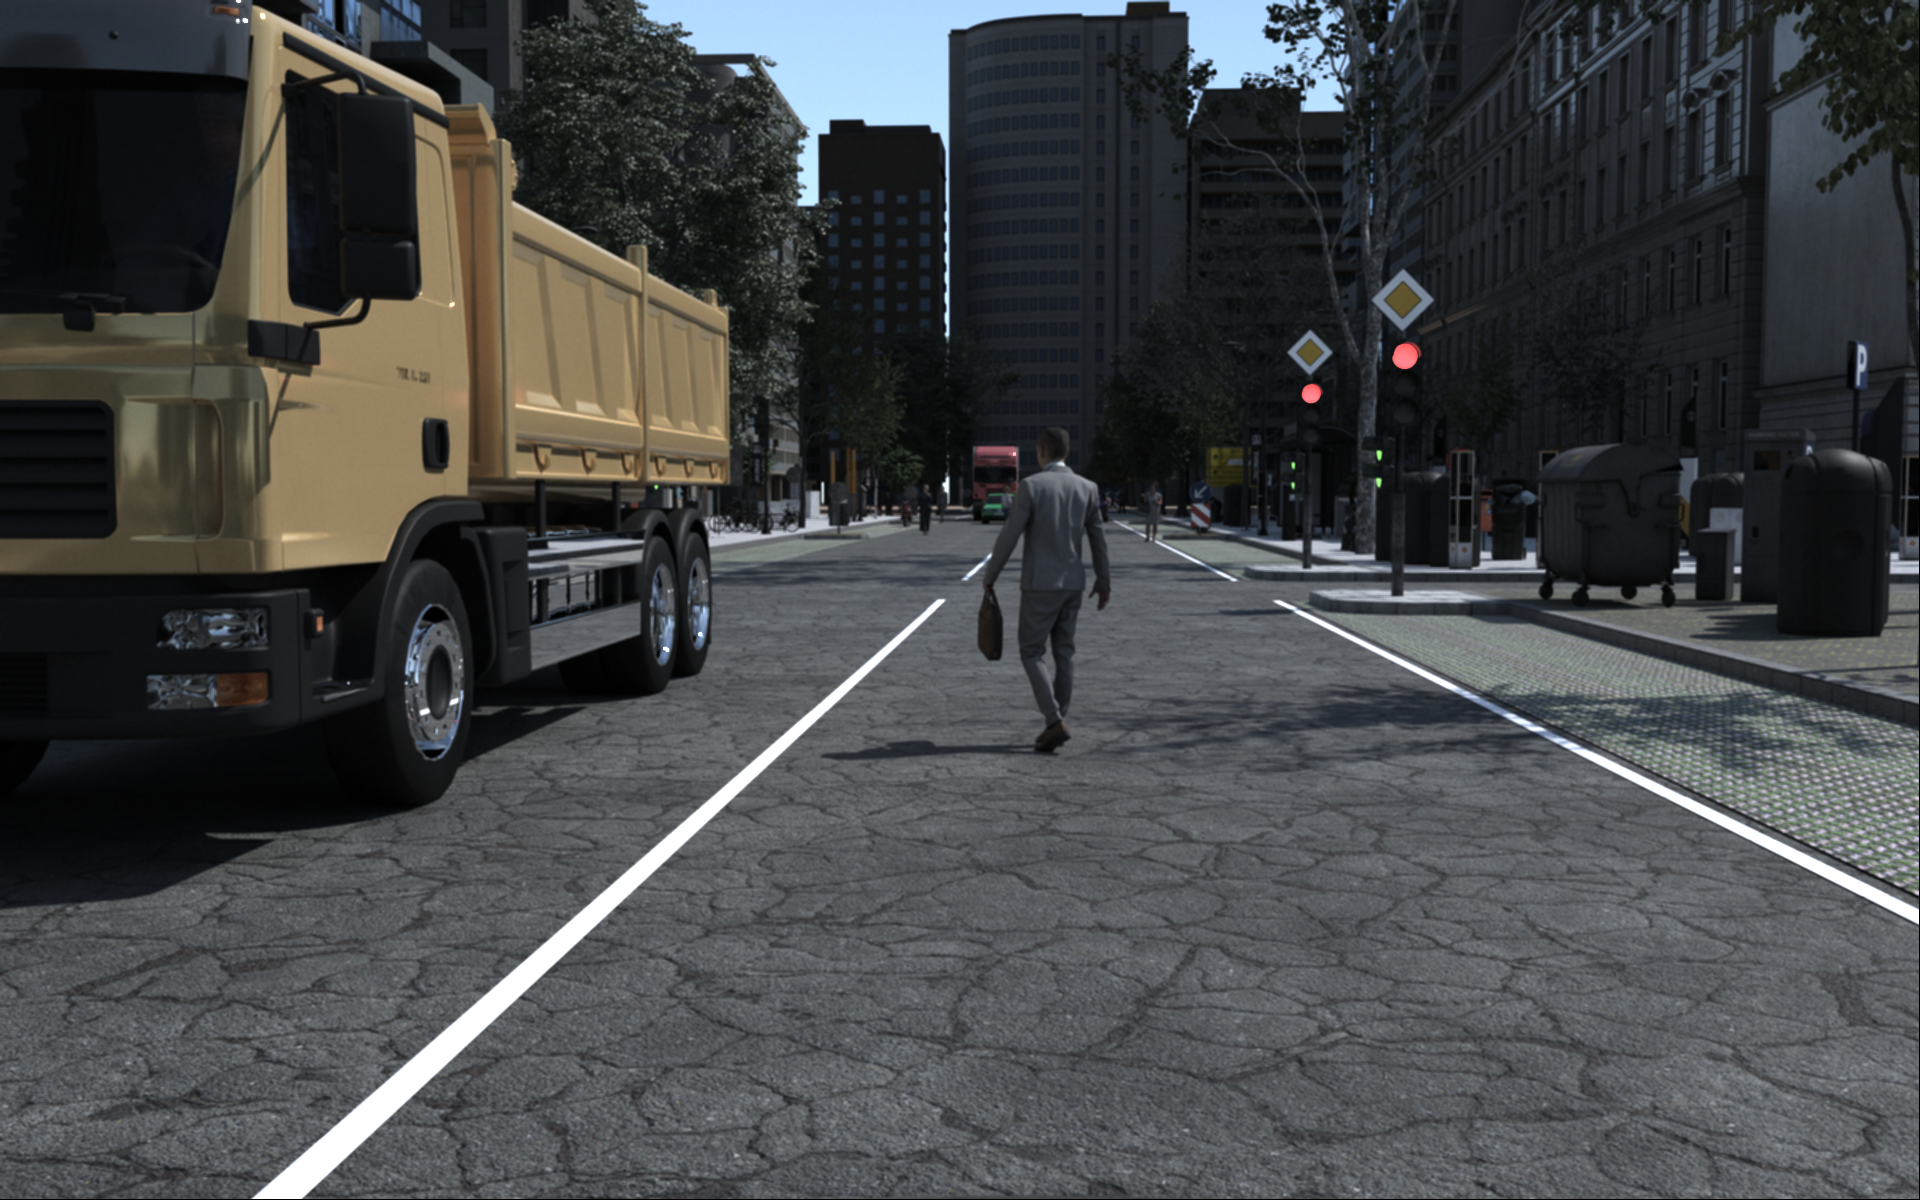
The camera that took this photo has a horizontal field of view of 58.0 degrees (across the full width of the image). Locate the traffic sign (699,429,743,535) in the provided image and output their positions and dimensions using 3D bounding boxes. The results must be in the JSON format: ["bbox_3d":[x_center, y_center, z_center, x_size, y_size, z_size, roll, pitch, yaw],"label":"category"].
[{"bbox_3d":[-7.926,-3.716,54.628,2.265,3.308,0.079,1,4,12],"label":"traffic sign"}]

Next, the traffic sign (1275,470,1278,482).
[{"bbox_3d":[16.072,-5.277,86.392,0.768,2.556,0.104,0,4,4],"label":"traffic sign"}]

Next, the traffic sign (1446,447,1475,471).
[{"bbox_3d":[13.643,-2.885,47.275,0.768,2.556,0.104,1,4,11],"label":"traffic sign"}]

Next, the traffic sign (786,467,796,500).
[{"bbox_3d":[-7.800,-4.965,81.283,0.768,2.556,0.104,1,4,9],"label":"traffic sign"}]

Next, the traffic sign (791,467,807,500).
[{"bbox_3d":[-7.525,-4.953,81.083,0.768,2.556,0.104,0,4,5],"label":"traffic sign"}]

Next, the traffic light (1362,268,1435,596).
[{"bbox_3d":[5.486,-2.004,21.681,0.839,4.253,0.868,0,4,3],"label":"traffic light"}]

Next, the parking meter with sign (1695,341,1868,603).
[{"bbox_3d":[9.662,-1.480,20.465,1.738,3.016,0.543,3,5,41],"label":"parking meter with sign"}]

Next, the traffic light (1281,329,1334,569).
[{"bbox_3d":[5.945,-2.491,29.653,0.839,4.253,0.868,0,4,3],"label":"traffic light"}]

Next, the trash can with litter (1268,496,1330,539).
[{"bbox_3d":[9.857,-2.373,49.859,1.678,1.210,2.233,0,4,-1],"label":"trash can with litter"}]

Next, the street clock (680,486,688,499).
[{"bbox_3d":[-11.957,-4.312,75.064,0.471,2.002,0.358,-1,4,-15],"label":"street clock"}]

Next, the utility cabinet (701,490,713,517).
[{"bbox_3d":[-13.972,-5.326,95.765,0.318,1.500,1.173,-2,4,-26],"label":"utility cabinet"}]

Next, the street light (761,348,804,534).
[{"bbox_3d":[-5.657,-5.055,55.185,1.470,5.913,1.316,0,4,3],"label":"street light"}]

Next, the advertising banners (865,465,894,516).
[{"bbox_3d":[-4.832,-6.525,102.873,2.074,3.025,0.090,2,4,32],"label":"advertising banners"}]

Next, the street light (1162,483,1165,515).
[{"bbox_3d":[11.737,-8.040,103.999,1.470,5.913,1.316,0,4,3],"label":"street light"}]

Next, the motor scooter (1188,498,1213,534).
[{"bbox_3d":[7.912,-2.699,56.902,0.815,1.314,1.986,0,4,2],"label":"motor scooter"}]

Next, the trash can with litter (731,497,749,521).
[{"bbox_3d":[-9.927,-4.144,79.139,1.055,1.170,0.624,0,4,-5],"label":"trash can with litter"}]

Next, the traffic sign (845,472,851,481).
[{"bbox_3d":[-6.381,-6.189,101.301,0.768,2.556,0.104,1,4,11],"label":"traffic sign"}]

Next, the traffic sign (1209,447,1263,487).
[{"bbox_3d":[11.838,-4.924,74.375,2.265,3.308,0.079,0,4,4],"label":"traffic sign"}]

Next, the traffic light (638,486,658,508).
[{"bbox_3d":[-5.548,-2.531,30.297,0.839,4.253,0.868,0,4,3],"label":"traffic light"}]

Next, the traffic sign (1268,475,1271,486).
[{"bbox_3d":[15.800,-5.351,89.615,0.606,2.300,0.079,0,4,6],"label":"traffic sign"}]

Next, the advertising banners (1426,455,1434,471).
[{"bbox_3d":[22.019,-5.047,78.711,2.074,3.025,0.090,-1,4,-20],"label":"advertising banners"}]

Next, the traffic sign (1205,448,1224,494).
[{"bbox_3d":[11.855,-5.004,75.686,2.265,3.308,0.079,0,4,6],"label":"traffic sign"}]

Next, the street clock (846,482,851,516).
[{"bbox_3d":[-6.412,-5.840,100.048,0.358,2.002,0.471,-2,4,-30],"label":"street clock"}]

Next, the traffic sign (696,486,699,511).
[{"bbox_3d":[-7.902,-3.185,52.174,0.768,2.556,0.104,1,4,11],"label":"traffic sign"}]

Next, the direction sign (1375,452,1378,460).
[{"bbox_3d":[20.448,-5.723,85.563,0.379,3.537,0.876,-1,4,-11],"label":"direction sign"}]

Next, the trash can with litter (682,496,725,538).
[{"bbox_3d":[-8.123,-2.414,50.529,2.233,1.210,1.678,2,4,28],"label":"trash can with litter"}]

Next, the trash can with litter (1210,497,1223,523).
[{"bbox_3d":[11.665,-4.038,77.413,1.055,1.170,0.624,2,4,23],"label":"trash can with litter"}]

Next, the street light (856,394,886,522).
[{"bbox_3d":[-4.125,-6.611,80.626,1.470,5.913,1.316,0,4,3],"label":"street light"}]

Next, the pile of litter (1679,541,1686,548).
[{"bbox_3d":[17.048,-1.702,41.801,1.176,0.858,1.719,3,4,37],"label":"pile of litter"}]

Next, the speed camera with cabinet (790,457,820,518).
[{"bbox_3d":[-8.340,-6.053,93.299,0.660,3.252,2.038,2,4,29],"label":"speed camera with cabinet"}]

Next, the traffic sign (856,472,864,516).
[{"bbox_3d":[-5.888,-6.052,99.061,0.768,2.556,0.104,1,4,12],"label":"traffic sign"}]

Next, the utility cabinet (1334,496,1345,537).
[{"bbox_3d":[11.629,-2.454,51.283,1.020,1.237,0.306,0,4,-3],"label":"utility cabinet"}]

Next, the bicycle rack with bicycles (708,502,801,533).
[{"bbox_3d":[-7.105,-2.718,57.815,2.925,0.926,2.852,1,4,18],"label":"bicycle rack with bicycles"}]

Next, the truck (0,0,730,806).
[{"bbox_3d":[-3.519,-0.870,10.144,3.469,3.379,9.791,0,4,3],"label":"truck"}]

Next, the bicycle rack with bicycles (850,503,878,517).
[{"bbox_3d":[-6.053,-5.146,97.524,2.925,0.926,2.852,-1,4,-13],"label":"bicycle rack with bicycles"}]

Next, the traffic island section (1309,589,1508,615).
[{"bbox_3d":[5.525,0.030,21.793,2.009,0.180,2.903,0,4,3],"label":"traffic island section"}]

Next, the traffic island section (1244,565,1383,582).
[{"bbox_3d":[5.984,-0.458,29.765,2.009,0.180,2.903,0,4,3],"label":"traffic island section"}]

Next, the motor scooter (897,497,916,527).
[{"bbox_3d":[-2.337,-3.866,75.980,0.815,1.314,1.986,0,4,2],"label":"motor scooter"}]

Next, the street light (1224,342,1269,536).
[{"bbox_3d":[8.790,-4.930,53.151,1.470,5.913,1.316,0,4,3],"label":"street light"}]

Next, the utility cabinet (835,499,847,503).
[{"bbox_3d":[-5.947,-4.660,87.357,0.306,1.237,1.020,2,4,32],"label":"utility cabinet"}]

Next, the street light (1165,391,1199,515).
[{"bbox_3d":[10.188,-6.467,78.274,1.470,5.913,1.316,0,4,3],"label":"street light"}]

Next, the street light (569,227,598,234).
[{"bbox_3d":[-6.986,-3.531,30.270,1.470,5.913,1.316,0,4,3],"label":"street light"}]

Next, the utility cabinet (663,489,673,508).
[{"bbox_3d":[-12.438,-3.844,71.533,1.173,1.500,0.318,2,4,24],"label":"utility cabinet"}]

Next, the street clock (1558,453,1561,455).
[{"bbox_3d":[10.562,-1.577,30.352,0.358,2.002,0.471,1,4,18],"label":"street clock"}]

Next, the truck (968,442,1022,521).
[{"bbox_3d":[1.998,-6.555,96.091,2.839,4.237,11.283,0,4,2],"label":"truck"}]

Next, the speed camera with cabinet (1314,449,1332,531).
[{"bbox_3d":[12.285,-4.008,59.869,2.038,3.252,0.660,-1,4,-10],"label":"speed camera with cabinet"}]
